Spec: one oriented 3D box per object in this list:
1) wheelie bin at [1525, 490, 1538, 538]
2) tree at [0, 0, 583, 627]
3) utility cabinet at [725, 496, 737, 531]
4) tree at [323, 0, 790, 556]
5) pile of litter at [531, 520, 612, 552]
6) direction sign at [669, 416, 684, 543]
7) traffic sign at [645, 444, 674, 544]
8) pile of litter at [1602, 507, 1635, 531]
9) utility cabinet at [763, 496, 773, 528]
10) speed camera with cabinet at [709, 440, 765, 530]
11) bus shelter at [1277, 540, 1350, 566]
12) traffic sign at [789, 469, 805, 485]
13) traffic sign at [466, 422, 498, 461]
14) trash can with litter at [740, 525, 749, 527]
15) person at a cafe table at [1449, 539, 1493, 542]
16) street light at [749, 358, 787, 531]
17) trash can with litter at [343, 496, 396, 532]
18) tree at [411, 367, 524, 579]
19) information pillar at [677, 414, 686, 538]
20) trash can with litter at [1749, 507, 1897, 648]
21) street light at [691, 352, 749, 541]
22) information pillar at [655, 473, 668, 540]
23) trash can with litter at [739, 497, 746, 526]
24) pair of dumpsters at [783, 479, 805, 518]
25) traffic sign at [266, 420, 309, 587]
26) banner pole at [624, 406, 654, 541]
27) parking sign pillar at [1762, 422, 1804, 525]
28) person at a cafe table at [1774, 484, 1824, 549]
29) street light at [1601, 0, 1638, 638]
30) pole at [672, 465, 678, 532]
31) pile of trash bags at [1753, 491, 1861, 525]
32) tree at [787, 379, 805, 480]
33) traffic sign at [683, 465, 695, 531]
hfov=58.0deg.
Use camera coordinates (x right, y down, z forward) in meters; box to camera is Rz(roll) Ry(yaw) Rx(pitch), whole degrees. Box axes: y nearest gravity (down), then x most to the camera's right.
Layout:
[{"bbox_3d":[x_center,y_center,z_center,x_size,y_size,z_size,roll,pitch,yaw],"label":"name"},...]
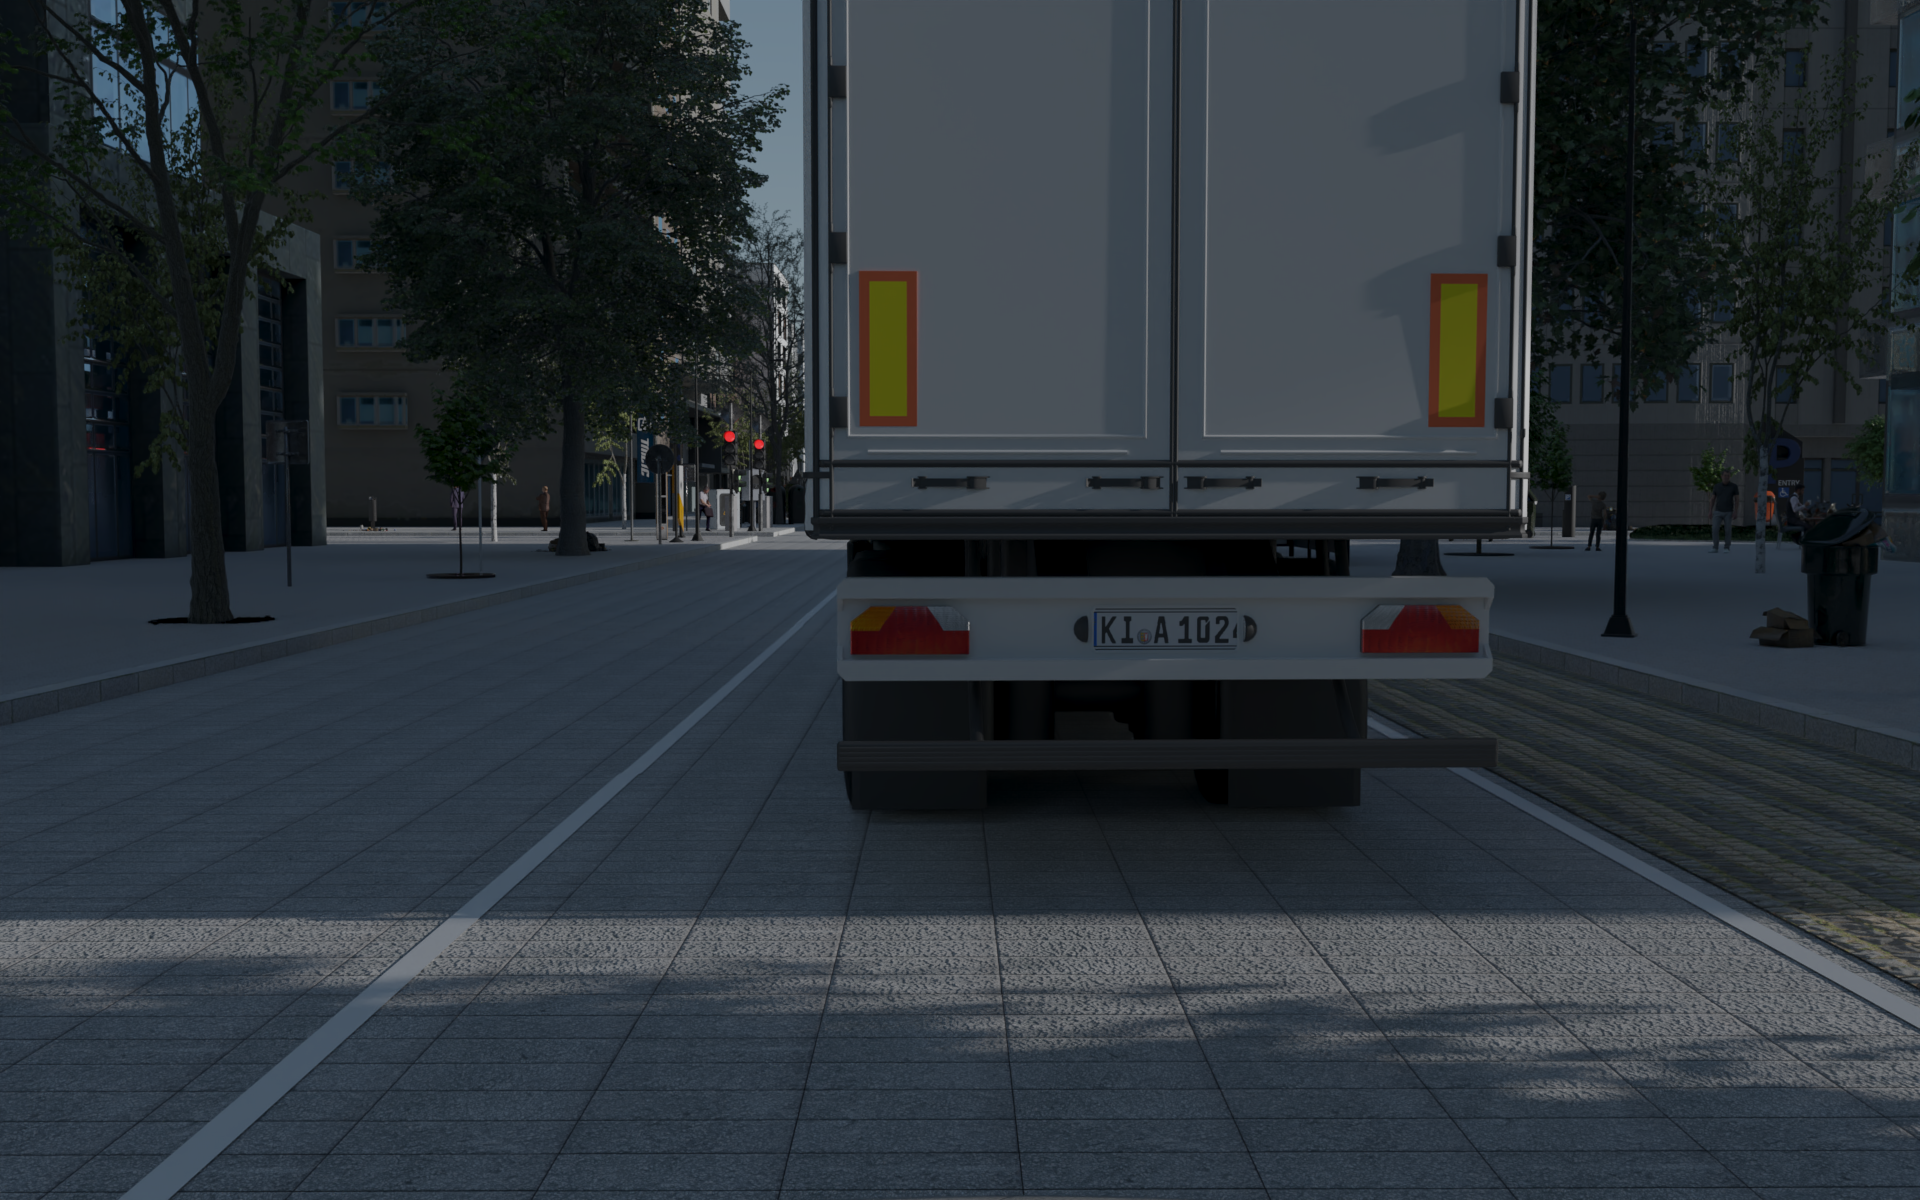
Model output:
[{"bbox_3d":[16.469,-2.610,50.580,0.693,1.594,0.980,2,4,25],"label":"wheelie bin"},{"bbox_3d":[-7.463,-5.587,17.104,9.928,11.665,9.643,0,3,0],"label":"tree"},{"bbox_3d":[-7.994,-3.013,60.430,0.306,1.237,1.020,0,4,1],"label":"utility cabinet"},{"bbox_3d":[-8.108,-7.908,35.951,9.857,13.997,8.962,0,3,0],"label":"tree"},{"bbox_3d":[-8.722,-1.522,38.845,1.719,0.858,1.176,0,4,3],"label":"pile of litter"},{"bbox_3d":[-7.522,-3.292,45.828,0.379,3.537,0.876,-2,4,-28],"label":"direction sign"},{"bbox_3d":[-7.636,-2.686,44.022,0.768,2.556,0.104,0,4,7],"label":"traffic sign"},{"bbox_3d":[23.076,-2.870,60.887,1.176,0.858,1.719,0,4,-2],"label":"pile of litter"},{"bbox_3d":[-7.380,-3.357,66.042,0.306,1.237,1.020,0,4,6],"label":"utility cabinet"},{"bbox_3d":[-8.114,-4.200,62.999,2.038,3.252,0.660,-3,4,-38],"label":"speed camera with cabinet"},{"bbox_3d":[6.112,-2.391,33.013,2.014,3.302,5.546,0,4,0],"label":"bus shelter"},{"bbox_3d":[-8.473,-5.523,90.304,0.884,2.594,0.081,0,4,8],"label":"traffic sign"},{"bbox_3d":[-7.945,-1.767,28.629,0.795,2.593,0.064,0,4,6],"label":"traffic sign"},{"bbox_3d":[-8.933,-3.381,66.334,1.678,1.210,2.233,0,4,-2],"label":"trash can with litter"},{"bbox_3d":[13.998,-2.230,47.325,1.698,1.238,1.726,1,4,21],"label":"person at a cafe table"},{"bbox_3d":[-6.618,-5.311,59.372,1.470,5.913,1.316,0,4,0],"label":"street light"},{"bbox_3d":[-20.368,-2.987,59.892,1.678,1.210,2.233,-2,4,-26],"label":"trash can with litter"},{"bbox_3d":[-7.546,-1.956,26.588,1.663,3.219,1.824,0,3,0],"label":"tree"},{"bbox_3d":[-8.206,-3.633,50.753,0.183,3.616,0.504,0,4,4],"label":"information pillar"},{"bbox_3d":[7.258,-0.196,14.586,1.055,1.170,0.624,-1,4,-20],"label":"trash can with litter"},{"bbox_3d":[-6.650,-4.569,47.250,1.470,5.913,1.316,0,4,0],"label":"street light"},{"bbox_3d":[-8.307,-2.672,48.187,0.304,2.012,0.304,-1,4,-15],"label":"information pillar"},{"bbox_3d":[-8.820,-3.479,68.273,0.624,1.170,1.055,0,4,2],"label":"trash can with litter"},{"bbox_3d":[-8.792,-5.618,94.353,1.574,2.255,4.437,0,4,0],"label":"pair of dumpsters"},{"bbox_3d":[-9.295,-1.335,23.954,0.606,2.300,0.079,0,4,6],"label":"traffic sign"},{"bbox_3d":[-8.700,-3.487,47.024,0.863,3.779,0.401,-2,4,-24],"label":"banner pole"},{"bbox_3d":[28.583,-4.386,60.188,1.447,3.967,1.447,1,4,11],"label":"parking sign pillar"},{"bbox_3d":[19.723,-1.927,40.023,1.622,1.524,1.698,1,4,19],"label":"person at a cafe table"},{"bbox_3d":[5.411,-2.625,15.456,1.470,5.913,1.316,0,4,0],"label":"street light"},{"bbox_3d":[-9.742,-3.995,59.155,0.158,3.312,0.155,0,3,0],"label":"pole"},{"bbox_3d":[25.098,-2.556,51.542,3.447,1.369,1.912,-1,4,-17],"label":"pile of trash bags"},{"bbox_3d":[-8.074,-9.577,106.944,4.360,8.622,3.978,0,3,0],"label":"tree"},{"bbox_3d":[-9.531,-3.561,60.351,0.606,2.300,0.079,0,4,2],"label":"traffic sign"}]
